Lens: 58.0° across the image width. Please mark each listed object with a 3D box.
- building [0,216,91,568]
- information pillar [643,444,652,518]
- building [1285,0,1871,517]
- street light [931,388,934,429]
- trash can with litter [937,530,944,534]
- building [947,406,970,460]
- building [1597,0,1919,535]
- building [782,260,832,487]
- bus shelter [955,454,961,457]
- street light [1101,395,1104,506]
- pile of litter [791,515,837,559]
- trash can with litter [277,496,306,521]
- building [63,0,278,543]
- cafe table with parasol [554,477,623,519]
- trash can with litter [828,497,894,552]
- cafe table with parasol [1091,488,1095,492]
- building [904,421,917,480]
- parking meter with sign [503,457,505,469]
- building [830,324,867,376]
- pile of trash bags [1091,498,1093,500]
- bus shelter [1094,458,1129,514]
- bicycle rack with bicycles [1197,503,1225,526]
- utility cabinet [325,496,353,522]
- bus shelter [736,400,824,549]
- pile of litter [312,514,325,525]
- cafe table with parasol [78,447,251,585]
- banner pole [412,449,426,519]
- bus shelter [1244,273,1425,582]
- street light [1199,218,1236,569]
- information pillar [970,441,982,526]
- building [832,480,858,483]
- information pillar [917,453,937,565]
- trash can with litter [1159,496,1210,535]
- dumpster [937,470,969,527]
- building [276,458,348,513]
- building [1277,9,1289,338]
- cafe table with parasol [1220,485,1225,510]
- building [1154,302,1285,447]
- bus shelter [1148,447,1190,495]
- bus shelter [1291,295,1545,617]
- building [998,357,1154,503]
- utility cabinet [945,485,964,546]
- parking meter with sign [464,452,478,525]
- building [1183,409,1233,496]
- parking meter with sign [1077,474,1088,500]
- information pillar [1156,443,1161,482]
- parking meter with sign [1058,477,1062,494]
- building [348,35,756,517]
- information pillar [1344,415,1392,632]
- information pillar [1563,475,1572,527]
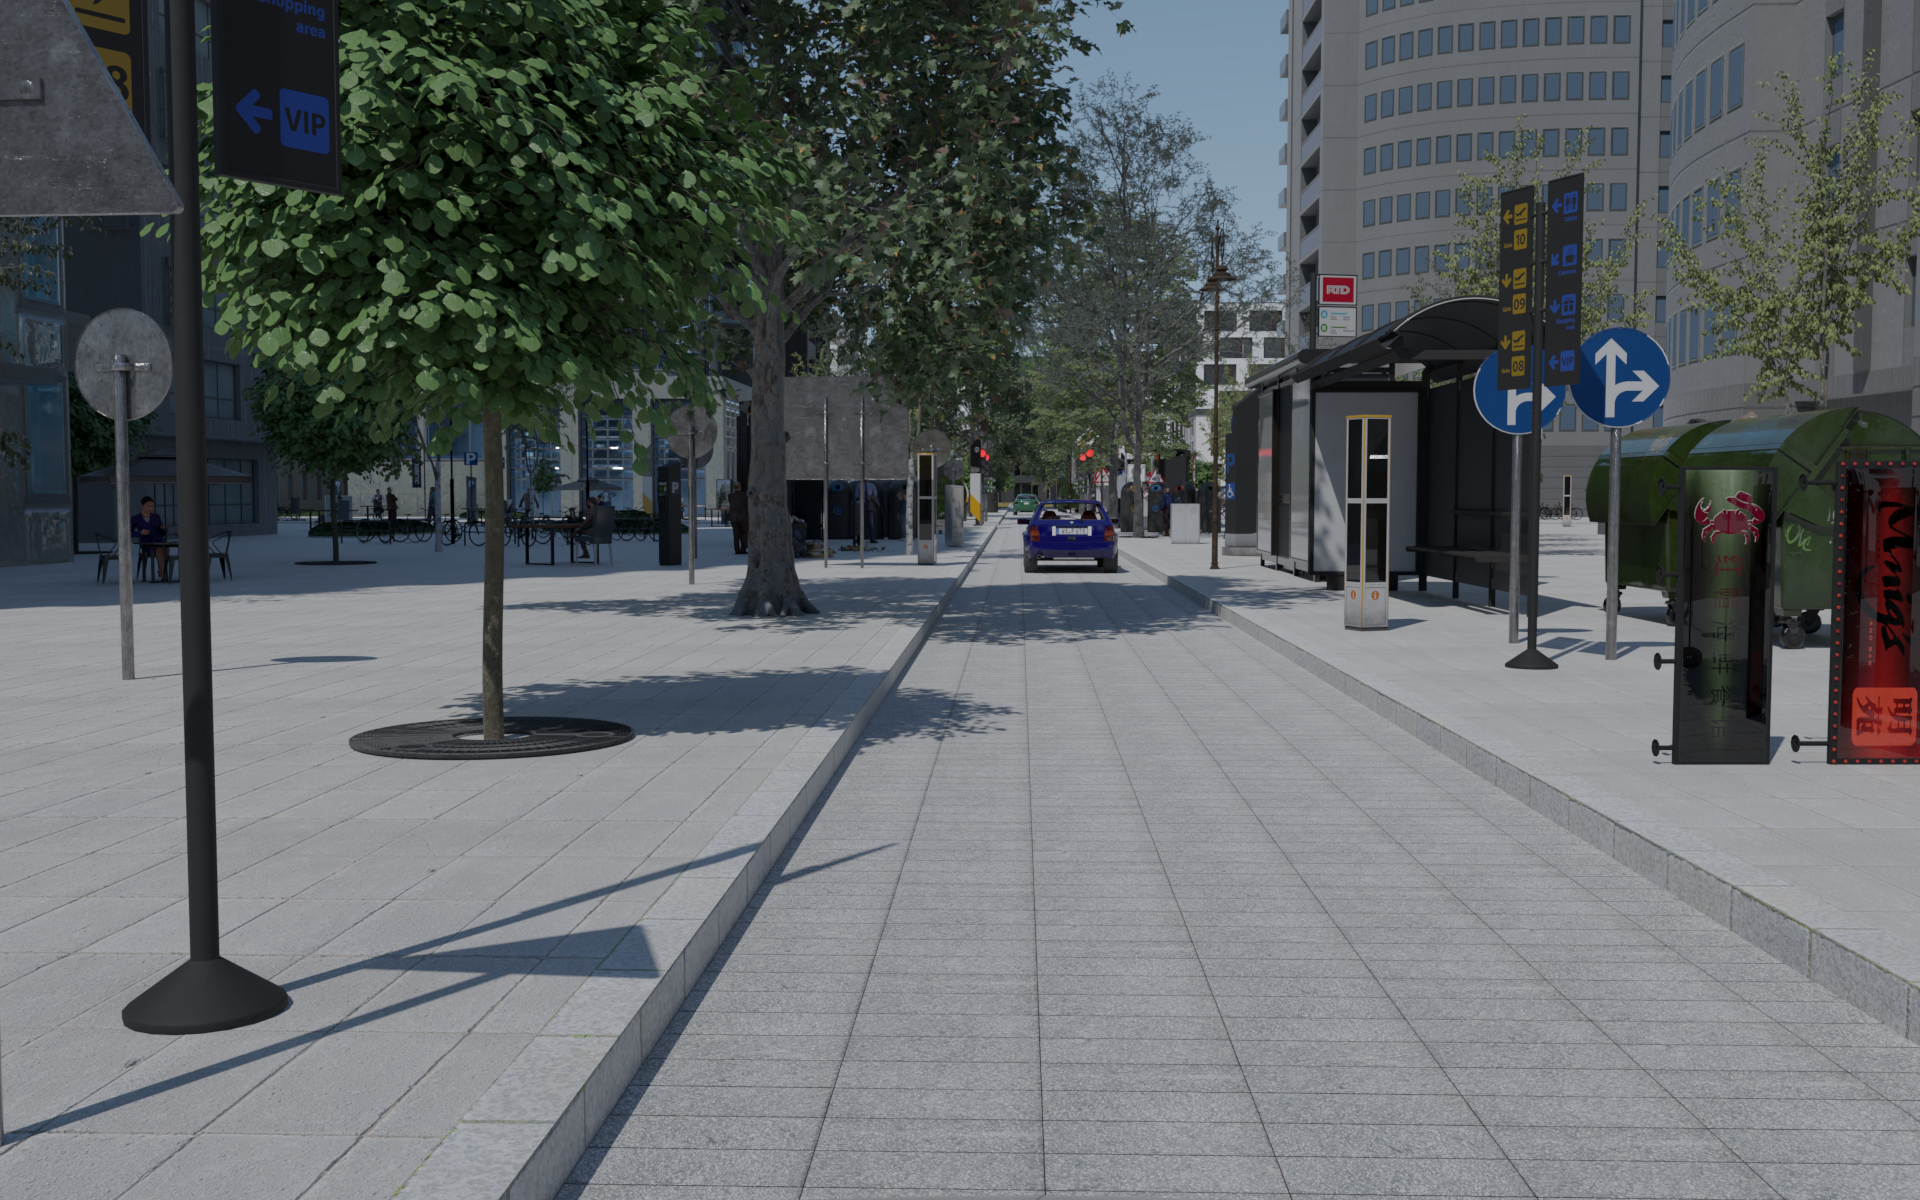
[{"bbox_3d":[-26.608,-24.395,18.463,23.786,49.044,30.456,0,4,2],"label":"building"},{"bbox_3d":[-14.668,-5.501,81.297,0.183,3.616,0.504,3,5,45],"label":"information pillar"},{"bbox_3d":[35.289,-34.399,104.424,28.212,58.520,21.231,0,4,2],"label":"building"},{"bbox_3d":[-0.636,-4.119,40.141,0.468,5.910,1.993,0,4,2],"label":"street light"},{"bbox_3d":[-1.214,-2.678,54.836,2.233,1.210,1.678,-1,4,-21],"label":"trash can with litter"},{"bbox_3d":[-0.523,-24.787,261.689,11.380,20.091,16.016,0,4,2],"label":"building"},{"bbox_3d":[29.567,-30.588,42.109,21.231,58.520,28.212,0,4,2],"label":"building"},{"bbox_3d":[-18.471,-22.803,144.532,14.160,30.474,14.107,0,4,2],"label":"building"},{"bbox_3d":[0.662,-10.038,141.759,2.179,5.291,8.768,0,4,2],"label":"bus shelter"},{"bbox_3d":[5.898,-6.068,71.995,0.468,5.910,1.993,0,4,2],"label":"street light"},{"bbox_3d":[-3.072,-1.299,35.211,1.176,0.858,1.719,1,4,13],"label":"pile of litter"},{"bbox_3d":[-32.021,-4.367,82.458,1.678,1.210,2.233,2,4,24],"label":"trash can with litter"},{"bbox_3d":[-27.933,-22.487,51.252,14.086,41.232,14.154,0,4,2],"label":"building"},{"bbox_3d":[-14.596,-3.863,68.020,2.610,1.966,2.610,0,4,3],"label":"cafe table with parasol"},{"bbox_3d":[-2.179,-1.746,39.597,1.678,1.210,2.233,1,4,9],"label":"trash can with litter"},{"bbox_3d":[11.191,-8.946,151.140,2.610,1.966,2.610,-2,4,-27],"label":"cafe table with parasol"},{"bbox_3d":[-22.325,-25.947,268.212,32.646,21.610,27.936,0,4,2],"label":"building"},{"bbox_3d":[-22.221,-5.283,82.633,0.543,3.016,1.738,-2,4,-31],"label":"parking meter with sign"},{"bbox_3d":[-17.832,-20.436,190.547,16.016,20.091,11.380,0,4,2],"label":"building"},{"bbox_3d":[10.456,-7.023,124.571,1.912,1.369,3.447,-2,4,-35],"label":"pile of trash bags"},{"bbox_3d":[8.564,-6.381,98.255,2.014,3.302,5.546,0,4,2],"label":"bus shelter"},{"bbox_3d":[9.462,-3.423,69.352,2.925,0.926,2.852,-1,4,-9],"label":"bicycle rack with bicycles"},{"bbox_3d":[-25.119,-3.601,70.035,1.020,1.237,0.306,-2,4,-33],"label":"utility cabinet"},{"bbox_3d":[-4.299,-3.212,43.794,1.731,3.624,6.357,0,4,2],"label":"bus shelter"},{"bbox_3d":[-26.112,-3.559,72.157,1.719,0.858,1.176,-1,4,-13],"label":"pile of litter"},{"bbox_3d":[-11.564,-1.244,25.201,2.610,1.966,2.610,1,4,17],"label":"cafe table with parasol"},{"bbox_3d":[-26.374,-5.785,84.599,0.863,3.779,0.401,0,4,3],"label":"banner pole"},{"bbox_3d":[6.092,-3.156,29.237,2.179,5.291,8.768,0,4,2],"label":"bus shelter"},{"bbox_3d":[4.344,-3.461,29.370,0.468,5.910,1.993,0,4,2],"label":"street light"},{"bbox_3d":[0.645,-4.798,69.803,0.504,3.616,0.183,2,4,35],"label":"information pillar"},{"bbox_3d":[-23.502,-16.674,214.772,28.070,9.664,9.099,0,4,2],"label":"building"},{"bbox_3d":[-0.592,-1.635,31.224,0.304,2.012,0.304,1,4,10],"label":"information pillar"},{"bbox_3d":[7.177,-2.688,55.013,2.233,1.210,1.678,-2,4,-31],"label":"trash can with litter"},{"bbox_3d":[-0.459,-3.805,64.706,1.502,2.255,1.985,0,4,2],"label":"dumpster"},{"bbox_3d":[-55.902,-16.180,109.581,28.899,21.520,27.650,0,4,2],"label":"building"},{"bbox_3d":[36.678,-31.365,132.429,23.786,49.044,30.456,0,4,2],"label":"building"},{"bbox_3d":[21.017,-8.126,137.721,2.610,1.966,2.610,-1,4,-15],"label":"cafe table with parasol"},{"bbox_3d":[38.065,-21.807,200.526,27.936,21.610,32.646,0,4,2],"label":"building"},{"bbox_3d":[10.705,-5.965,88.803,1.731,3.624,6.357,0,4,2],"label":"bus shelter"},{"bbox_3d":[5.329,-1.620,20.407,2.014,3.302,5.546,0,4,2],"label":"bus shelter"},{"bbox_3d":[21.702,-25.864,266.851,32.646,21.610,27.936,0,4,2],"label":"building"},{"bbox_3d":[-0.133,-2.067,42.480,0.318,1.500,1.173,-1,4,-9],"label":"utility cabinet"},{"bbox_3d":[-20.501,-4.680,72.781,0.543,3.016,1.738,-1,4,-13],"label":"parking meter with sign"},{"bbox_3d":[27.570,-13.936,170.005,9.099,9.664,28.070,0,4,2],"label":"building"},{"bbox_3d":[8.806,-7.639,121.151,0.543,3.016,1.738,-1,4,-22],"label":"parking meter with sign"},{"bbox_3d":[8.232,-4.929,71.949,0.183,3.616,0.504,0,4,-7],"label":"information pillar"},{"bbox_3d":[8.735,-9.393,149.843,0.543,3.016,1.738,1,4,12],"label":"parking meter with sign"},{"bbox_3d":[-23.555,-48.653,108.141,22.319,86.520,31.000,0,4,2],"label":"building"},{"bbox_3d":[3.827,-0.720,16.269,0.304,2.012,0.304,-1,4,-21],"label":"information pillar"},{"bbox_3d":[23.847,-3.885,68.009,0.304,2.012,0.304,1,4,22],"label":"information pillar"}]
